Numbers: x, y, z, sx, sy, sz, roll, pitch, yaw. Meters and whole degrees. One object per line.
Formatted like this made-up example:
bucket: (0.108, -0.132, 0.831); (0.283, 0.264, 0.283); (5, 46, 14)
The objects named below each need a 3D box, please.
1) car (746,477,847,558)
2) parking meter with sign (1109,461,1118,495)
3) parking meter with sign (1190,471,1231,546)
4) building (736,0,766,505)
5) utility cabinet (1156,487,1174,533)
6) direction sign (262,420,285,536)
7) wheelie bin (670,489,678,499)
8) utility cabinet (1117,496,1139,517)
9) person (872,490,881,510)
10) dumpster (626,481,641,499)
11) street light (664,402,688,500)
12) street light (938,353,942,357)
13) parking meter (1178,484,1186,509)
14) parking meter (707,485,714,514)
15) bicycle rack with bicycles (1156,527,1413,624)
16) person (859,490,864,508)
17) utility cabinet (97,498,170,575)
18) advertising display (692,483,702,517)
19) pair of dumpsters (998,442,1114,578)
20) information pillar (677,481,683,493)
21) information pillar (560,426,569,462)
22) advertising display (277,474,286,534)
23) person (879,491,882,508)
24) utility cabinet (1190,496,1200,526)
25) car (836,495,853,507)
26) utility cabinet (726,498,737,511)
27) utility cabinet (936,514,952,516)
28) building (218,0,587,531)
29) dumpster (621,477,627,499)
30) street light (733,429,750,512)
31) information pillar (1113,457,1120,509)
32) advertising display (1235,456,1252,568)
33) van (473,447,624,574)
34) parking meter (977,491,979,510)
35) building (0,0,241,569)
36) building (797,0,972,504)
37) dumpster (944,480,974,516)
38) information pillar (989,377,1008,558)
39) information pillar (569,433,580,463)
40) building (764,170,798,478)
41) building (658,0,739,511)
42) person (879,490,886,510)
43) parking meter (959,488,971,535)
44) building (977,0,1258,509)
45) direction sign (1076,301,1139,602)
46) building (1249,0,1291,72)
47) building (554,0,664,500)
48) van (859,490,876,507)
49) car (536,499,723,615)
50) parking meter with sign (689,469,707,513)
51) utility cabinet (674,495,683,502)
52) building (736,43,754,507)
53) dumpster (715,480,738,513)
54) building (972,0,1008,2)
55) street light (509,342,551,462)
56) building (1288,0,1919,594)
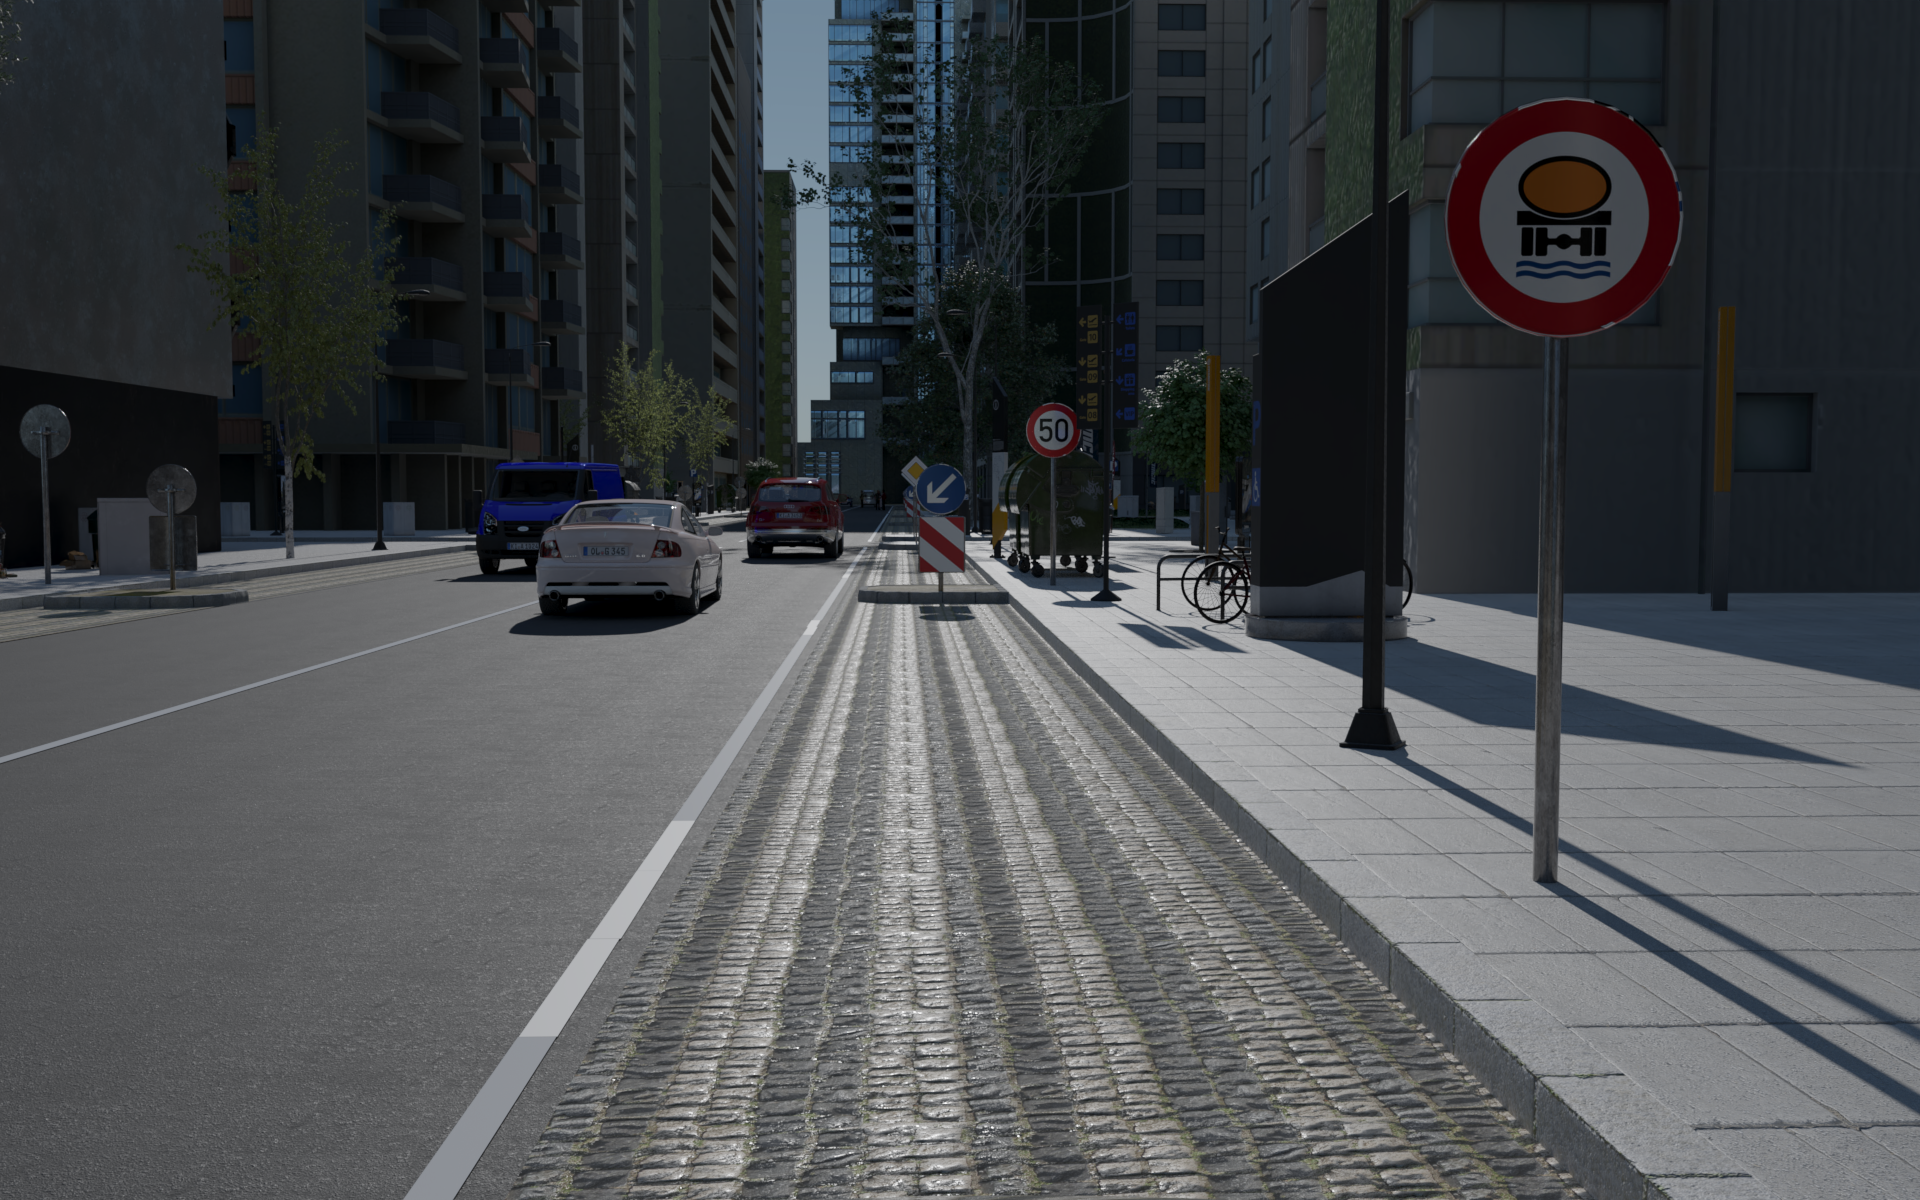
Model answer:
car: (-3.795, -1.940, 40.400); (2.281, 1.827, 5.304); (0, 4, -1)
parking meter with sign: (7.659, -5.804, 91.148); (0.543, 3.016, 1.738); (-1, 4, -23)
parking meter with sign: (6.386, -2.903, 43.726); (0.543, 3.016, 1.738); (2, 4, 33)
building: (-35.785, -39.578, 189.094); (28.212, 58.520, 21.231); (0, 4, -2)
utility cabinet: (6.624, -2.899, 56.074); (0.318, 1.500, 1.173); (1, 4, 20)
direction sign: (-21.118, -3.755, 53.387); (0.876, 3.537, 0.379); (1, 4, 23)
wheelie bin: (-19.124, -6.662, 116.834); (0.980, 1.594, 0.693); (3, 5, 42)
utility cabinet: (6.546, -3.449, 67.555); (0.306, 1.237, 1.020); (-2, 4, -30)
person: (-7.298, -8.915, 154.390); (1.348, 1.807, 0.705); (-2, 4, -29)
dumpster: (-14.565, -4.229, 74.906); (1.264, 1.857, 1.865); (0, 4, -2)
street light: (-14.453, -7.055, 87.886); (1.470, 5.913, 1.316); (0, 4, -2)
street light: (-0.033, -5.176, 57.171); (1.470, 5.913, 1.316); (0, 4, -2)
parking meter: (12.665, -5.697, 98.862); (0.399, 1.863, 0.255); (1, 4, 19)
parking meter: (-15.921, -6.414, 110.581); (0.255, 1.863, 0.399); (3, 5, 39)
bicycle rack with bicycles: (3.448, -0.304, 18.354); (2.925, 0.926, 2.852); (-1, 4, -14)
person: (-10.209, -10.476, 179.877); (0.705, 1.812, 1.348); (1, 4, 10)
utility cabinet: (-13.149, -1.004, 27.580); (1.020, 1.237, 0.306); (-2, 4, -24)
advertising display: (-14.846, -5.660, 97.756); (0.123, 1.923, 0.974); (1, 4, 17)
pair of dumpsters: (1.534, -1.589, 28.467); (1.574, 2.255, 4.437); (0, 4, -2)
information pillar: (-16.196, -5.864, 100.370); (0.304, 2.012, 0.304); (0, 4, 1)
information pillar: (-13.814, -4.208, 60.150); (0.183, 3.616, 0.504); (-1, 4, -17)
advertising display: (-22.175, -3.149, 56.701); (0.123, 1.923, 0.974); (-1, 4, -10)
person: (-8.100, -10.102, 174.340); (0.551, 1.740, 0.621); (-1, 4, -21)
utility cabinet: (9.764, -3.659, 70.991); (0.306, 1.237, 1.020); (2, 4, 32)
car: (-12.941, -11.135, 194.635); (1.945, 1.354, 3.894); (0, 4, -2)
utility cabinet: (-16.765, -7.257, 127.333); (0.318, 1.500, 1.173); (1, 4, 22)
utility cabinet: (-0.923, -5.607, 102.836); (1.020, 1.237, 0.306); (2, 4, 25)
building: (-28.280, -25.545, 72.282); (22.147, 44.769, 28.867); (0, 4, -2)
dumpster: (-11.723, -3.089, 55.457); (1.985, 2.255, 1.502); (0, 4, -1)
street light: (-15.604, -9.221, 123.309); (1.470, 5.913, 1.316); (0, 4, -2)
information pillar: (9.341, -6.866, 103.607); (0.504, 3.616, 0.183); (-1, 4, -11)
advertising display: (4.937, -1.521, 30.088); (0.123, 1.923, 0.974); (1, 4, 21)
van: (-7.699, -1.744, 32.892); (2.240, 2.365, 5.245); (0, 4, -1)
parking meter: (0.931, -5.692, 101.475); (0.372, 1.533, 0.369); (0, 3, 0)
building: (-24.705, -10.111, 32.771); (16.811, 18.784, 16.820); (0, 4, -2)
building: (-5.045, -55.733, 223.913); (31.000, 86.520, 22.319); (0, 4, -2)
dumpster: (-0.158, -4.617, 77.976); (1.502, 2.255, 1.985); (0, 4, -2)
information pillar: (0.792, -2.641, 34.541); (0.183, 3.616, 0.504); (-2, 4, -29)
information pillar: (-14.859, -4.605, 66.646); (0.504, 3.616, 0.183); (0, 4, -6)
building: (-28.031, -32.855, 220.780); (14.086, 41.232, 14.154); (0, 4, -2)
building: (-29.366, -31.432, 137.613); (21.300, 48.544, 21.600); (0, 4, -2)
person: (-6.725, -8.740, 151.357); (0.705, 1.831, 1.348); (2, 4, 24)
parking meter: (0.144, -2.788, 53.998); (0.372, 1.533, 0.369); (0, 3, 0)
building: (11.739, -41.245, 112.611); (20.563, 71.187, 20.611); (0, 4, -2)
direction sign: (1.757, -1.757, 20.731); (0.876, 3.537, 0.379); (3, 5, 40)
building: (27.207, -29.387, 69.721); (27.495, 52.752, 28.713); (0, 4, -2)
building: (-25.640, -25.626, 102.583); (14.154, 41.232, 14.086); (0, 4, -2)
van: (-9.818, -10.967, 186.319); (2.013, 2.044, 4.112); (0, 4, -2)
car: (-4.095, -0.584, 21.903); (2.083, 1.381, 4.827); (0, 4, -2)
parking meter with sign: (-18.082, -7.566, 119.968); (0.543, 3.016, 1.738); (-3, 4, -36)
utility cabinet: (-15.625, -5.246, 96.931); (0.306, 1.237, 1.020); (1, 4, 18)
building: (-28.029, -31.849, 170.845); (14.600, 45.320, 14.200); (0, 4, -2)
dumpster: (-16.176, -7.181, 119.904); (1.502, 2.255, 1.985); (0, 4, -2)
building: (11.846, -32.774, 155.463); (23.786, 49.044, 30.456); (0, 4, -2)
street light: (-13.192, -4.922, 53.009); (1.470, 5.913, 1.316); (0, 4, -2)
building: (12.646, -21.068, 28.051); (14.154, 41.232, 14.086); (0, 4, -2)
